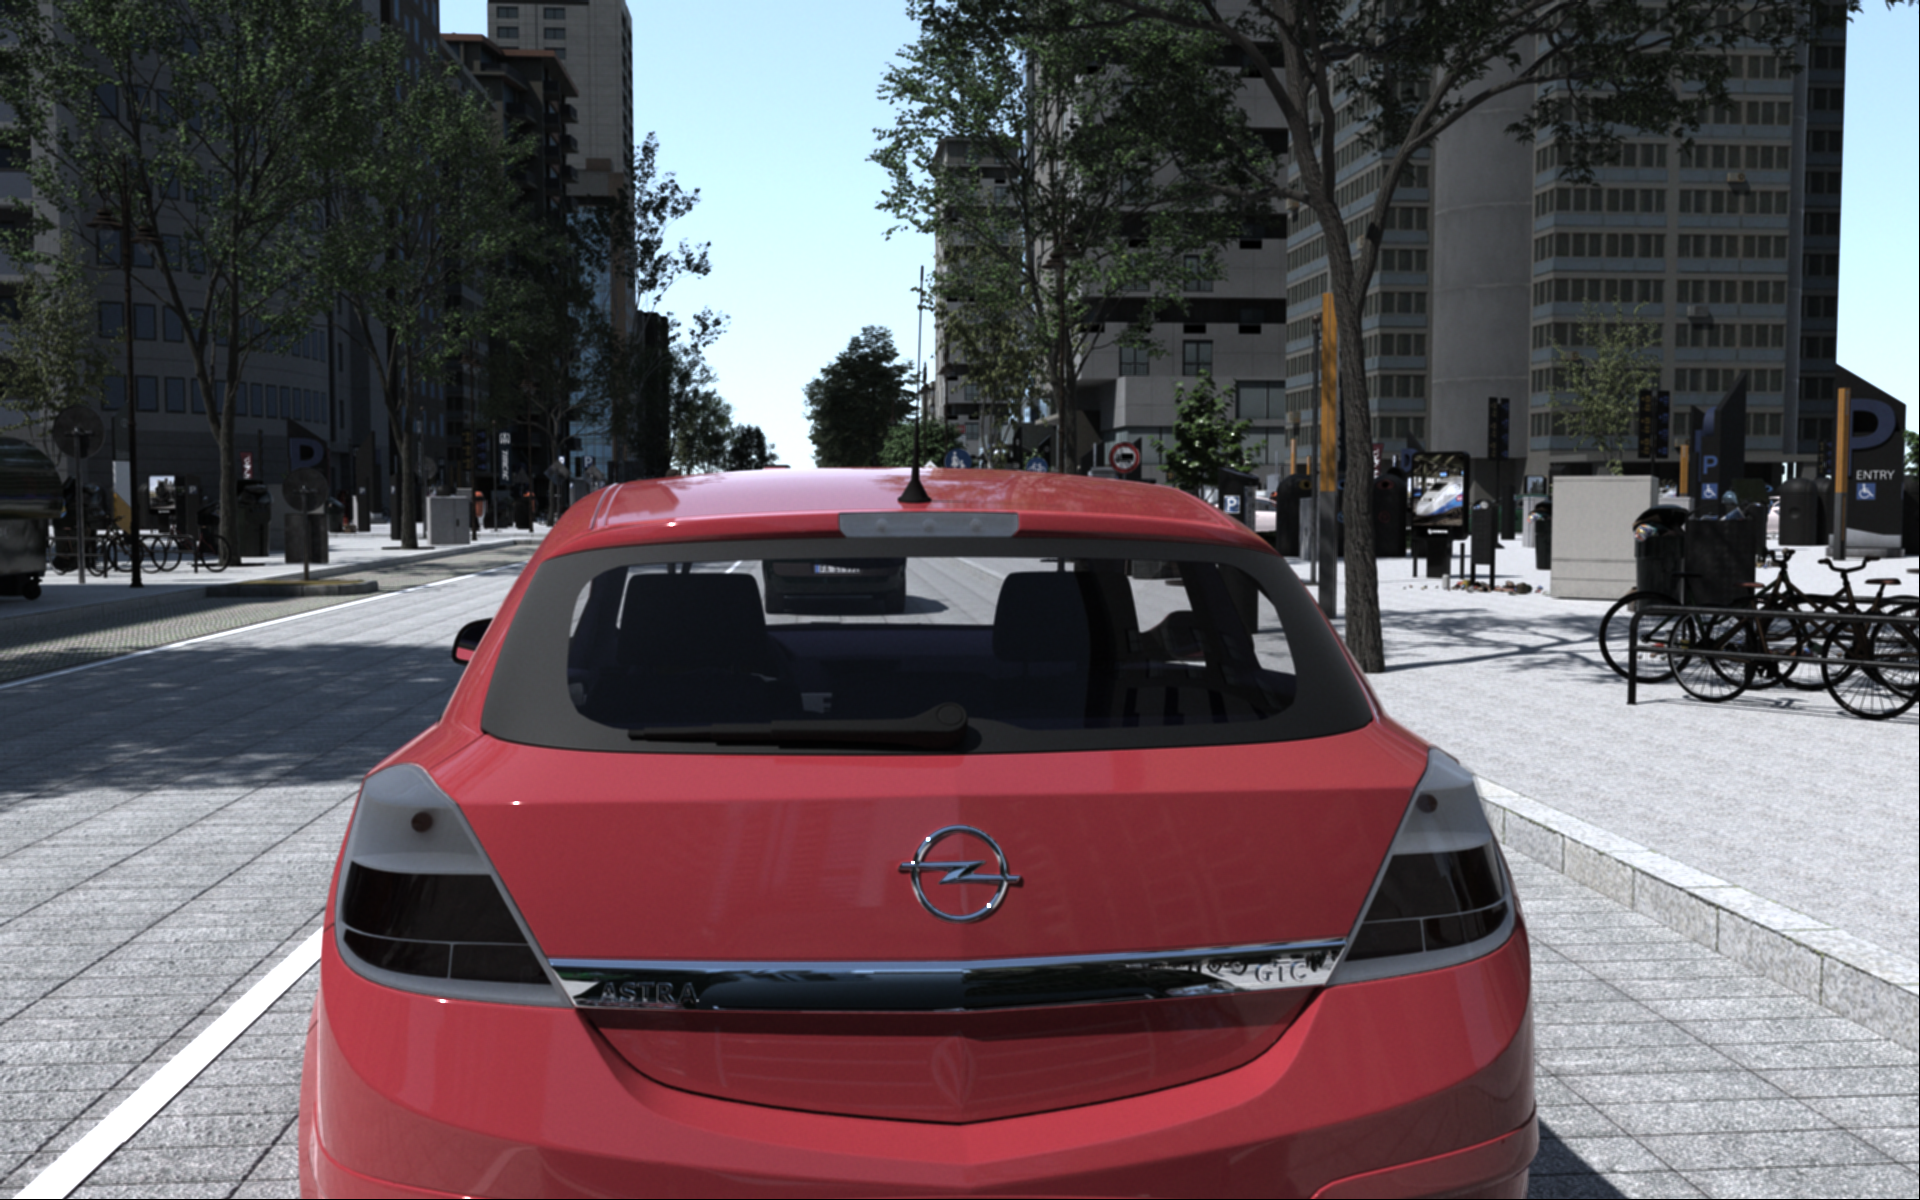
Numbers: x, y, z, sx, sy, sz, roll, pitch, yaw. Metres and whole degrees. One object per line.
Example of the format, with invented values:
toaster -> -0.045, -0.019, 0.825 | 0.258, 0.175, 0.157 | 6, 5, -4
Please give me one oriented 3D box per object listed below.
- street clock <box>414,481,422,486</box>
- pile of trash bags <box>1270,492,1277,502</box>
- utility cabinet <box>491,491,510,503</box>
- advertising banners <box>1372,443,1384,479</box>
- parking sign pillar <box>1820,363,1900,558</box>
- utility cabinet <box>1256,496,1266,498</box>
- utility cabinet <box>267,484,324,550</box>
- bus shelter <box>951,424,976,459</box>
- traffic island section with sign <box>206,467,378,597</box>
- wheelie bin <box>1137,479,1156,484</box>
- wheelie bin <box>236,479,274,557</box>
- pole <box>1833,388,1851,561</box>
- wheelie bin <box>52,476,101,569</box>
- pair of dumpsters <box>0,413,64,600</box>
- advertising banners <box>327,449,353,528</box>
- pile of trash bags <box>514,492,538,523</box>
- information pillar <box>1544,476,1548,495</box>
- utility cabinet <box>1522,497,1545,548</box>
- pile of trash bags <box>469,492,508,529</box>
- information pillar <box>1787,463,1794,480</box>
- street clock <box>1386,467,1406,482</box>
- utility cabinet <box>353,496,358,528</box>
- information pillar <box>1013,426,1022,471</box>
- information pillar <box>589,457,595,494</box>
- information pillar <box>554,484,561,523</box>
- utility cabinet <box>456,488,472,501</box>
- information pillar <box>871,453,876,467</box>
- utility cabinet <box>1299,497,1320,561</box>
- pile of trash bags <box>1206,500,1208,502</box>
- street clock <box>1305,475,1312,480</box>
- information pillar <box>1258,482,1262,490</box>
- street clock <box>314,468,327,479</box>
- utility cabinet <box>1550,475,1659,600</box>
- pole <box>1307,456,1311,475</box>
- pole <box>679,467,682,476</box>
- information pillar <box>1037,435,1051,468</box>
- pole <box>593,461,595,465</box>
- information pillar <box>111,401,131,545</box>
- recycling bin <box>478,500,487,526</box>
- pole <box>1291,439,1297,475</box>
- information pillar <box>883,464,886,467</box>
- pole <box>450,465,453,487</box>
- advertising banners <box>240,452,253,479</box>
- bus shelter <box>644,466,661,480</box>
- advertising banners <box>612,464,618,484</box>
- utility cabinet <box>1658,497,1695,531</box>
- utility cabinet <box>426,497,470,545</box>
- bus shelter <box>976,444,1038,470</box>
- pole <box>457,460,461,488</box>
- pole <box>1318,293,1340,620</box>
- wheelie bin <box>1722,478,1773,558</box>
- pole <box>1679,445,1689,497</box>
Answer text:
street clock -> -30.284, -5.630, 96.617 | 0.471, 2.002, 0.358 | -3, 5, -41
pile of trash bags -> 12.721, -3.846, 72.635 | 1.912, 1.369, 3.447 | -1, 4, -14
utility cabinet -> -29.753, -6.331, 112.189 | 1.173, 1.500, 0.318 | -1, 4, -12
advertising banners -> 13.577, -3.895, 59.866 | 2.074, 3.025, 0.090 | 1, 4, 13
parking sign pillar -> 18.528, -2.867, 35.351 | 1.447, 3.967, 1.447 | 2, 4, 33
utility cabinet -> 11.728, -3.485, 68.136 | 0.306, 1.237, 1.020 | -1, 4, -9
utility cabinet -> -15.038, -1.870, 39.253 | 1.173, 1.500, 0.318 | -1, 4, -15
bus shelter -> -0.506, -7.299, 96.976 | 2.179, 5.291, 8.768 | 0, 4, -5
traffic island section with sign -> -9.504, -0.994, 24.878 | 1.989, 1.847, 2.006 | 0, 4, -5
wheelie bin -> 3.836, -1.682, 35.403 | 0.693, 1.594, 0.980 | 3, 4, 39
wheelie bin -> -14.482, -1.682, 35.414 | 0.693, 1.594, 0.980 | 2, 4, 33
pole -> 17.001, -2.419, 33.391 | 0.158, 3.312, 0.155 | 0, 3, 0
wheelie bin -> -15.282, -1.349, 29.963 | 0.693, 1.594, 0.980 | -1, 4, -11
pair of dumpsters -> -11.483, -1.002, 18.880 | 1.574, 2.255, 4.437 | 0, 4, -5
advertising banners -> -23.631, -4.293, 66.376 | 2.074, 3.025, 0.090 | -3, 5, -45
pile of trash bags -> -20.133, -4.228, 78.885 | 1.912, 1.369, 3.447 | -3, 4, -36
information pillar -> 24.280, -4.142, 72.216 | 0.304, 2.012, 0.304 | 0, 4, -7
utility cabinet -> 13.832, -1.871, 41.747 | 0.306, 1.237, 1.020 | 0, 4, 5
pile of trash bags -> -17.862, -3.358, 64.651 | 1.912, 1.369, 3.447 | -1, 4, -12
information pillar -> 45.503, -6.337, 94.964 | 0.504, 3.616, 0.183 | -2, 4, -30
street clock -> 11.667, -2.558, 46.386 | 0.471, 2.002, 0.358 | 3, 5, 39
utility cabinet -> -22.503, -3.293, 64.999 | 0.306, 1.237, 1.020 | -2, 4, -33
information pillar -> 1.984, -4.182, 59.735 | 0.183, 3.616, 0.504 | -2, 4, -29
information pillar -> -23.173, -7.205, 109.161 | 0.504, 3.616, 0.183 | 2, 4, 28
information pillar -> -17.522, -4.327, 75.230 | 0.304, 2.012, 0.304 | 0, 4, 6
utility cabinet -> -19.526, -3.604, 67.610 | 1.173, 1.500, 0.318 | -2, 4, -31
information pillar -> -4.854, -6.488, 97.425 | 0.183, 3.616, 0.504 | 2, 4, 31
utility cabinet -> 6.855, -1.386, 33.816 | 0.306, 1.237, 1.020 | 0, 4, 0
pile of trash bags -> 9.446, -3.222, 62.435 | 1.912, 1.369, 3.447 | 0, 3, 0
street clock -> 13.065, -3.687, 64.860 | 0.471, 2.002, 0.358 | -2, 4, -34
information pillar -> 18.677, -6.365, 108.558 | 0.304, 2.012, 0.304 | -2, 4, -30
street clock -> -18.167, -2.718, 49.006 | 0.471, 2.002, 0.358 | 1, 4, 20
utility cabinet -> 7.791, -0.750, 20.944 | 1.173, 1.500, 0.318 | 3, 4, 39
pole -> 18.665, -6.046, 92.702 | 0.158, 3.312, 0.155 | 0, 3, 0
pole -> -20.912, -8.310, 129.704 | 0.158, 3.312, 0.155 | 0, 3, 0
information pillar -> 3.375, -4.744, 68.924 | 0.504, 3.616, 0.183 | -1, 4, -13
pole -> -22.426, -6.854, 105.900 | 0.158, 3.312, 0.155 | 0, 3, 0
information pillar -> -21.031, -3.189, 43.492 | 0.183, 3.616, 0.504 | 1, 4, 22
recycling bin -> -19.662, -3.545, 70.513 | 0.722, 1.027, 0.722 | 0, 4, -7
pole -> 12.337, -4.298, 64.108 | 0.158, 3.312, 0.155 | 0, 3, 0
information pillar -> -5.357, -8.095, 123.709 | 0.183, 3.616, 0.504 | -3, 5, -41
pole -> -35.463, -7.767, 120.833 | 0.158, 3.312, 0.155 | 0, 3, 0
advertising banners -> -28.704, -4.614, 71.631 | 2.074, 3.025, 0.090 | 0, 4, -1
bus shelter -> -23.021, -8.171, 127.516 | 2.014, 3.302, 5.546 | 0, 4, -5
advertising banners -> -20.976, -6.507, 102.579 | 2.074, 3.025, 0.090 | 2, 4, 30
utility cabinet -> 15.148, -1.586, 37.086 | 1.020, 1.237, 0.306 | 3, 5, 41
utility cabinet -> -12.971, -2.003, 43.916 | 1.020, 1.237, 0.306 | -3, 4, -37
bus shelter -> 1.919, -4.798, 72.364 | 2.014, 3.302, 5.546 | 0, 4, -5
pole -> -30.398, -6.807, 105.133 | 0.158, 3.312, 0.155 | 0, 3, 0
pole -> 3.772, -1.458, 17.690 | 0.158, 3.312, 0.155 | 0, 3, 0
wheelie bin -> 15.876, -1.659, 35.025 | 0.980, 1.594, 0.693 | 0, 4, -1
pole -> 29.982, -4.773, 71.884 | 0.158, 3.312, 0.155 | 0, 3, 0
